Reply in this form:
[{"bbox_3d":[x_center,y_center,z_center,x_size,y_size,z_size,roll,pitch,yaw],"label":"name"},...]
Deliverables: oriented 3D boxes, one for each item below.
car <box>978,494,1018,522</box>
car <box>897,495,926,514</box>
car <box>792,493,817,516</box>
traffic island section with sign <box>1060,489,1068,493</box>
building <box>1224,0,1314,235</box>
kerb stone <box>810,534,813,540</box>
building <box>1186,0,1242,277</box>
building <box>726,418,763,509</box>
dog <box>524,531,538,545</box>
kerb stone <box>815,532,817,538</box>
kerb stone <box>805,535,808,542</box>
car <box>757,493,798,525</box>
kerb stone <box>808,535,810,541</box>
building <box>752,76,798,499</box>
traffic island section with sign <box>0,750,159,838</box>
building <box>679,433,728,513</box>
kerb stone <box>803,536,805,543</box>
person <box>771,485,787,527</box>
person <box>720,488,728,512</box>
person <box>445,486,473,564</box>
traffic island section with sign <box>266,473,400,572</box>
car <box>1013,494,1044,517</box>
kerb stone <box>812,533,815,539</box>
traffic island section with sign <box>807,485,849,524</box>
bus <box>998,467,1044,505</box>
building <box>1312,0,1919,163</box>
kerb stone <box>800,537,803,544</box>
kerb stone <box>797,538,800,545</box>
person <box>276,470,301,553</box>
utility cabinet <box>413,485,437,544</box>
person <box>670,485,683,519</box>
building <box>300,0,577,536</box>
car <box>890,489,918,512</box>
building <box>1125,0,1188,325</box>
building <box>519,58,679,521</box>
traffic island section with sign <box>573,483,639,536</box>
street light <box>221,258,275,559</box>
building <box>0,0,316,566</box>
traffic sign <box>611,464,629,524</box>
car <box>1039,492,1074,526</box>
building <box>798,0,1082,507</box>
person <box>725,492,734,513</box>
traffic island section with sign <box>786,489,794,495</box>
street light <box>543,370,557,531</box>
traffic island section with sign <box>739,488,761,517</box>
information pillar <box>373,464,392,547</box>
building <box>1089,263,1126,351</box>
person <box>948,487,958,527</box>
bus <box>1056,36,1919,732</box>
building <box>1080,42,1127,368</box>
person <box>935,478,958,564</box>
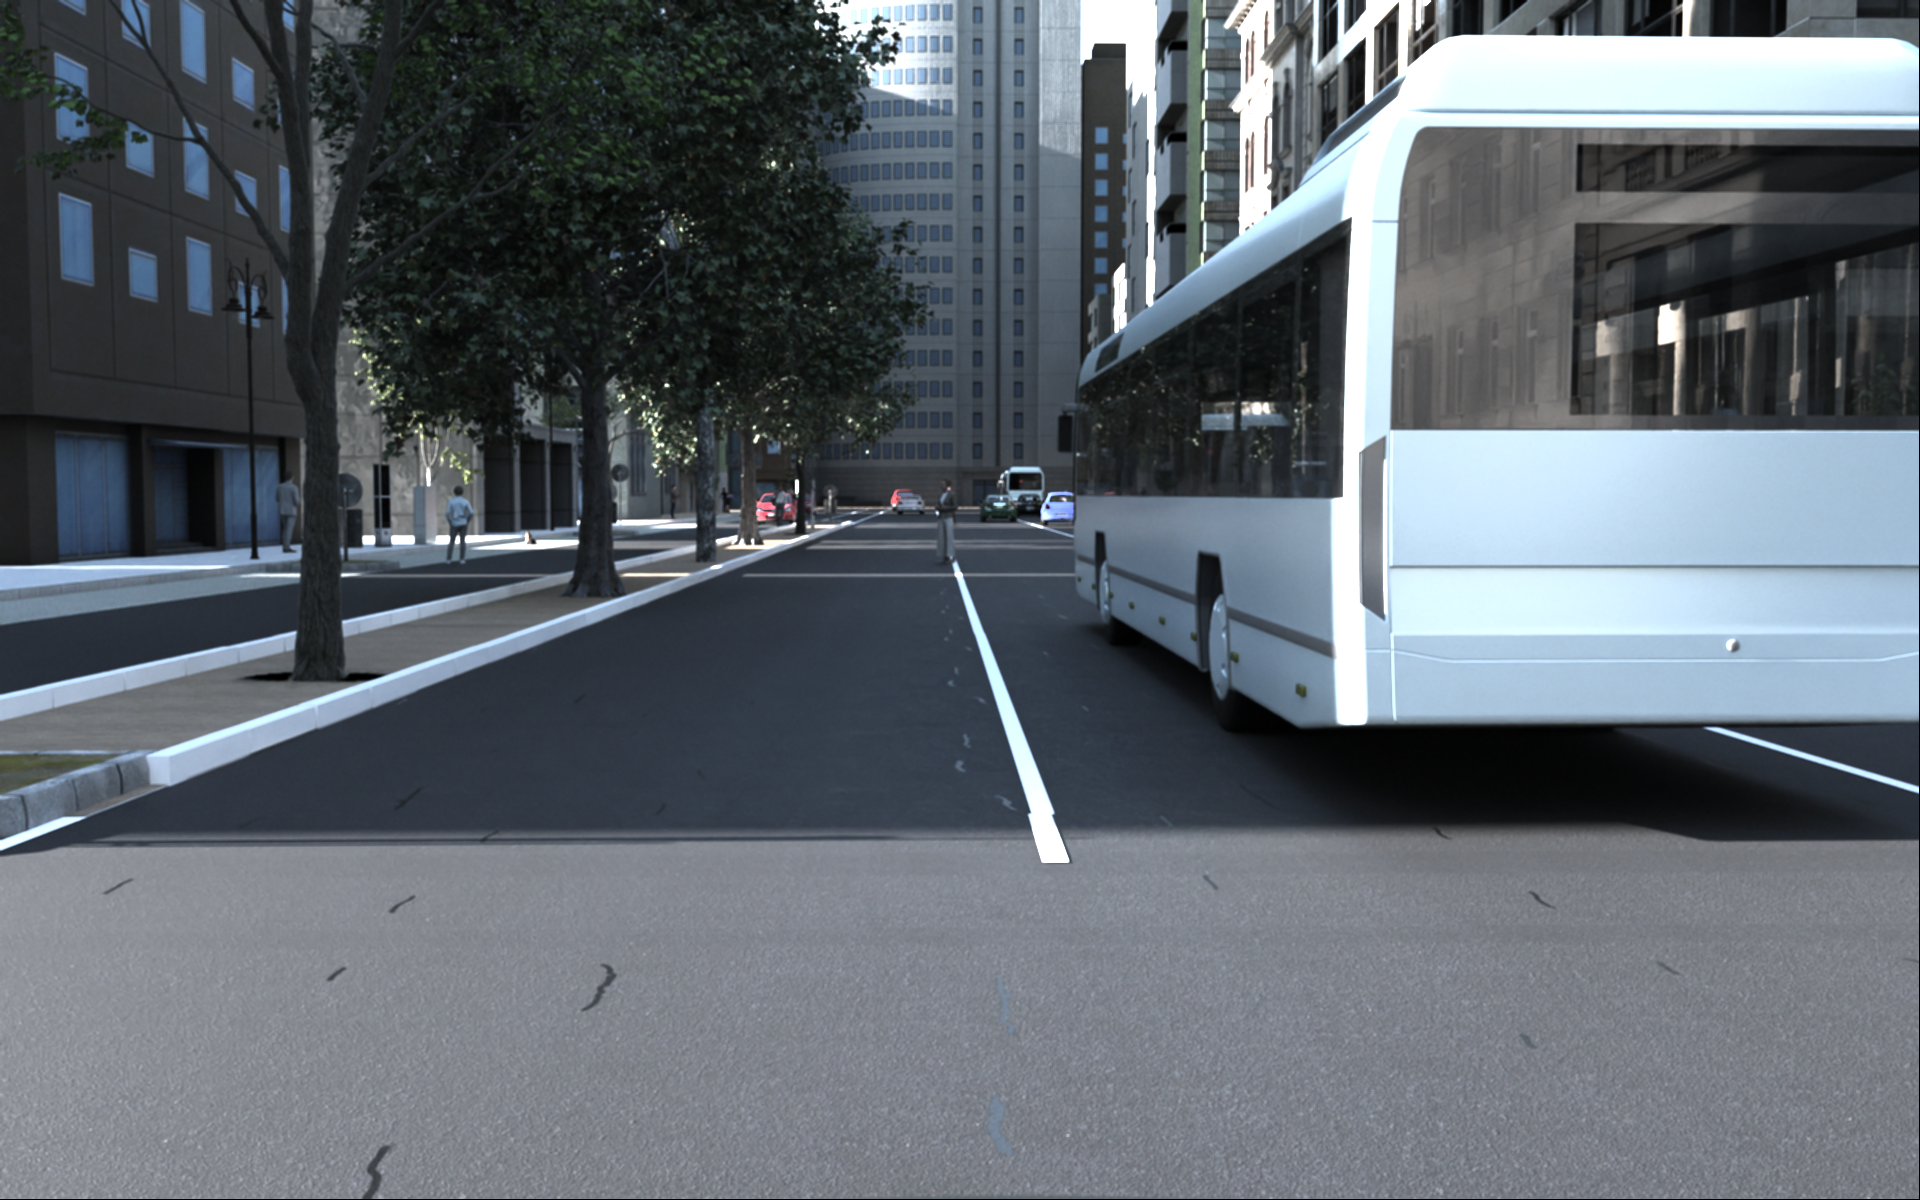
[{"bbox_3d":[1.984,-4.757,89.570,2.131,1.459,4.920,0,4,0],"label":"car"},{"bbox_3d":[-3.480,-6.796,123.472,2.083,1.381,4.827,0,4,0],"label":"car"},{"bbox_3d":[-10.524,-6.472,114.857,2.155,1.783,4.494,0,4,0],"label":"car"},{"bbox_3d":[8.107,-7.894,137.699,1.989,1.847,2.006,0,4,-1],"label":"traffic island section with sign"},{"bbox_3d":[19.601,-17.366,71.317,14.401,28.519,23.554,0,4,-1],"label":"building"},{"bbox_3d":[-4.683,-1.887,53.060,0.120,0.150,1.000,0,4,-1],"label":"kerb stone"},{"bbox_3d":[19.180,-25.106,94.071,14.154,41.232,14.086,0,4,-1],"label":"building"},{"bbox_3d":[-32.378,-32.148,145.226,30.456,49.044,23.786,0,4,-1],"label":"building"},{"bbox_3d":[-12.044,-1.754,48.864,0.748,0.427,0.550,-3,5,-44],"label":"dog"},{"bbox_3d":[-4.715,-2.013,55.106,0.120,0.150,1.000,0,4,-1],"label":"kerb stone"},{"bbox_3d":[-4.652,-1.763,51.015,0.120,0.150,1.000,0,4,-1],"label":"kerb stone"},{"bbox_3d":[-8.598,-4.425,81.389,2.155,1.783,4.494,0,4,-2],"label":"car"},{"bbox_3d":[-4.669,-1.825,52.038,0.120,0.150,1.000,0,4,-1],"label":"kerb stone"},{"bbox_3d":[-23.608,-32.033,173.853,14.200,45.320,14.600,0,4,-1],"label":"building"},{"bbox_3d":[-4.954,0.034,7.577,2.006,1.907,1.989,0,4,-1],"label":"traffic island section with sign"},{"bbox_3d":[-24.157,-26.720,120.473,14.154,41.232,14.086,0,4,-1],"label":"building"},{"bbox_3d":[-4.638,-1.700,49.991,0.120,0.150,1.000,0,4,-1],"label":"kerb stone"},{"bbox_3d":[-7.597,-3.918,72.653,0.679,1.850,0.850,0,4,-3],"label":"person"},{"bbox_3d":[-16.334,-6.961,120.675,0.721,1.723,1.217,2,4,30],"label":"person"},{"bbox_3d":[-10.325,-1.552,35.680,0.589,1.601,0.330,-1,4,-13],"label":"person"},{"bbox_3d":[-11.643,-1.455,32.416,1.989,1.847,2.006,0,4,-1],"label":"traffic island section with sign"},{"bbox_3d":[4.428,-6.190,111.000,2.009,1.686,4.222,0,4,1],"label":"car"},{"bbox_3d":[-4.703,-1.950,54.084,0.120,0.150,1.000,0,4,-1],"label":"kerb stone"},{"bbox_3d":[-6.226,-4.561,82.705,2.006,1.907,1.989,0,4,-1],"label":"traffic island section with sign"},{"bbox_3d":[4.420,-7.969,125.154,2.948,3.499,13.247,0,4,-1],"label":"bus"},{"bbox_3d":[21.961,-14.563,42.618,19.350,26.468,34.151,0,4,-1],"label":"building"},{"bbox_3d":[-4.614,-1.638,48.969,0.120,0.150,1.000,0,4,-1],"label":"kerb stone"},{"bbox_3d":[-4.593,-1.575,47.947,0.120,0.150,1.000,0,4,-1],"label":"kerb stone"},{"bbox_3d":[-14.702,-1.947,38.072,0.606,1.804,0.583,1,4,13],"label":"person"},{"bbox_3d":[-13.675,-2.175,44.243,0.318,1.500,1.173,0,4,-4],"label":"utility cabinet"},{"bbox_3d":[-14.811,-5.137,90.558,0.750,1.759,0.617,0,4,-5],"label":"person"},{"bbox_3d":[-25.050,-38.071,60.716,20.563,71.187,20.611,0,4,-1],"label":"building"},{"bbox_3d":[-4.436,-7.889,137.658,2.281,1.827,5.304,0,4,-2],"label":"car"},{"bbox_3d":[25.836,-32.131,114.585,28.713,52.752,27.495,0,4,-1],"label":"building"},{"bbox_3d":[-27.516,-47.942,96.531,22.319,86.520,31.000,0,4,-1],"label":"building"},{"bbox_3d":[-12.103,-3.103,59.368,1.989,1.847,2.006,0,4,-1],"label":"traffic island section with sign"},{"bbox_3d":[-13.948,-3.748,34.073,0.468,5.910,1.993,0,4,-1],"label":"street light"},{"bbox_3d":[-23.282,-23.612,36.174,14.600,45.320,14.200,0,4,-1],"label":"building"},{"bbox_3d":[-14.328,-4.459,73.005,0.768,2.556,0.104,0,3,0],"label":"traffic sign"},{"bbox_3d":[4.607,-4.272,79.440,1.945,1.707,3.694,0,4,1],"label":"car"},{"bbox_3d":[-2.441,-38.894,177.923,28.212,58.520,21.231,0,4,-1],"label":"building"},{"bbox_3d":[-15.683,-6.653,118.053,0.697,1.427,0.421,-3,5,-40],"label":"person"},{"bbox_3d":[-13.409,-7.871,137.316,1.989,1.847,2.006,0,4,-1],"label":"traffic island section with sign"},{"bbox_3d":[-14.346,-5.383,60.793,0.468,5.910,1.993,0,4,-1],"label":"street light"},{"bbox_3d":[-12.953,-6.212,110.194,1.989,1.847,2.006,0,4,-1],"label":"traffic island section with sign"},{"bbox_3d":[-13.989,-2.291,41.953,0.304,2.012,0.304,3,5,42],"label":"information pillar"},{"bbox_3d":[25.817,-18.309,144.388,27.650,21.520,28.899,0,4,-1],"label":"building"},{"bbox_3d":[-0.429,-4.097,75.891,0.661,1.777,0.834,-3,4,-38],"label":"person"},{"bbox_3d":[2.696,-1.148,13.627,2.948,3.499,13.247,0,4,-2],"label":"bus"},{"bbox_3d":[18.982,-32.143,175.647,14.200,45.320,14.600,0,4,-1],"label":"building"},{"bbox_3d":[-0.317,-1.639,35.852,0.519,1.759,0.362,3,5,42],"label":"person"}]
